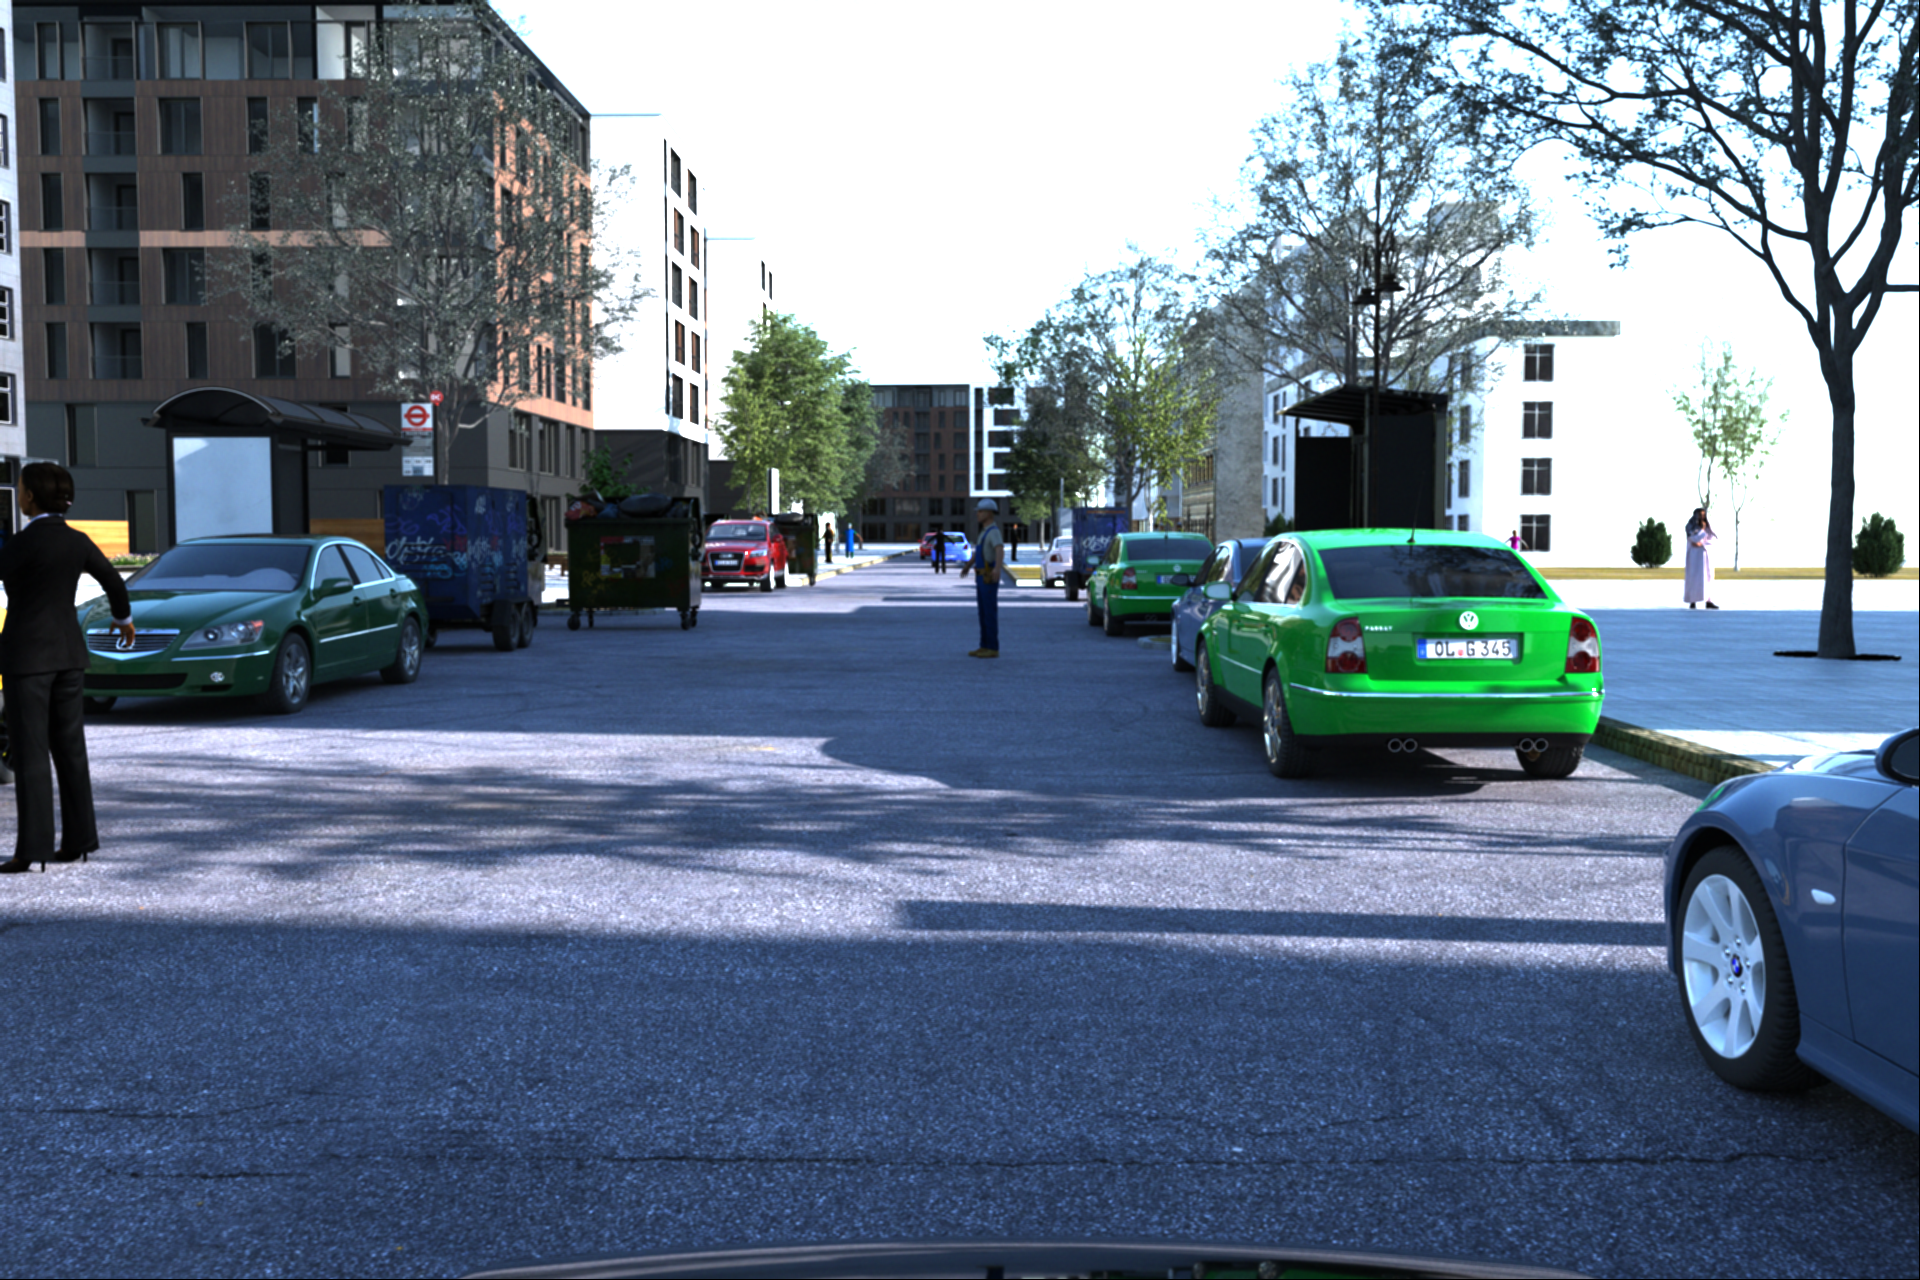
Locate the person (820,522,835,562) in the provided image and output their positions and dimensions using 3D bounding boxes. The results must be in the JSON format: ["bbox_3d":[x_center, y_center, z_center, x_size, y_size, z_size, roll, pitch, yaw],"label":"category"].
[{"bbox_3d":[-6.077,-4.513,79.549,0.705,1.858,1.354,-2,4,-34],"label":"person"}]

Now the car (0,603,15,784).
[{"bbox_3d":[-6.261,0.100,8.585,2.015,1.641,3.980,0,3,0],"label":"car"}]

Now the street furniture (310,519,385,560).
[{"bbox_3d":[-18.494,-2.756,51.915,9.812,1.723,11.010,1,4,11],"label":"street furniture"}]

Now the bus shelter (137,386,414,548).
[{"bbox_3d":[-10.226,-1.993,26.504,2.014,3.302,5.546,0,4,0],"label":"bus shelter"}]

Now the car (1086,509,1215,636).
[{"bbox_3d":[2.906,-1.033,25.692,1.959,1.807,4.718,0,4,-1],"label":"car"}]

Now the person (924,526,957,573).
[{"bbox_3d":[-0.708,-3.298,63.100,1.216,1.740,0.721,0,4,3],"label":"person"}]

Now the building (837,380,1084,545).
[{"bbox_3d":[0.733,-24.299,243.726,32.646,21.610,27.936,0,4,7],"label":"building"}]

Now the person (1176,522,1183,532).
[{"bbox_3d":[10.105,-4.531,80.053,0.705,1.833,1.349,1,4,19],"label":"person"}]

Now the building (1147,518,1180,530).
[{"bbox_3d":[26.697,-20.925,198.546,16.016,20.090,11.380,0,3,0],"label":"building"}]

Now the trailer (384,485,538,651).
[{"bbox_3d":[-6.164,-0.839,20.765,1.471,1.999,3.904,0,4,1],"label":"trailer"}]

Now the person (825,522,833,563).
[{"bbox_3d":[-5.796,-4.320,76.826,0.705,1.806,1.347,0,4,1],"label":"person"}]

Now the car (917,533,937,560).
[{"bbox_3d":[-1.352,-5.491,98.826,2.155,1.783,4.494,0,3,0],"label":"car"}]

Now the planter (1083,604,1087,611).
[{"bbox_3d":[3.363,-0.721,32.920,1.991,0.319,1.994,0,3,0],"label":"planter"}]

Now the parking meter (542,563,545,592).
[{"bbox_3d":[-9.413,-1.838,38.460,0.372,1.533,0.369,0,3,0],"label":"parking meter"}]

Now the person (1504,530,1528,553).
[{"bbox_3d":[18.692,-3.011,58.489,0.991,1.433,0.599,0,4,1],"label":"person"}]

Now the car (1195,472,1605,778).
[{"bbox_3d":[2.697,-0.168,11.544,1.959,1.807,4.718,0,4,-1],"label":"car"}]

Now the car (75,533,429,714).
[{"bbox_3d":[-6.187,-0.213,15.284,2.131,1.459,4.920,0,4,1],"label":"car"}]

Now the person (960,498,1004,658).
[{"bbox_3d":[0.293,-0.726,20.187,0.705,1.847,1.347,-1,4,-16],"label":"person"}]

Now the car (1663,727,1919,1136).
[{"bbox_3d":[2.864,0.549,3.021,2.014,1.417,4.499,0,4,-1],"label":"car"}]

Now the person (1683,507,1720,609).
[{"bbox_3d":[12.709,-1.410,29.771,0.551,1.740,0.621,-1,4,-21],"label":"person"}]

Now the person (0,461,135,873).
[{"bbox_3d":[-3.990,0.106,7.441,0.721,1.740,1.216,1,4,16],"label":"person"}]

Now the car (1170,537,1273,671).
[{"bbox_3d":[3.073,-0.281,16.596,2.014,1.417,4.499,0,4,1],"label":"car"}]

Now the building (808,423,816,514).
[{"bbox_3d":[-27.763,-23.212,210.446,19.493,23.208,18.063,0,4,1],"label":"building"}]

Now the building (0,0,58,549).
[{"bbox_3d":[-32.345,-13.511,39.316,11.959,24.771,22.079,0,4,1],"label":"building"}]

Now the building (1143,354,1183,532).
[{"bbox_3d":[24.470,-19.914,182.005,16.016,20.090,11.380,0,4,1],"label":"building"}]

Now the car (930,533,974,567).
[{"bbox_3d":[-0.378,-4.054,75.874,1.945,1.707,3.694,0,4,1],"label":"car"}]

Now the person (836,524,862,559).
[{"bbox_3d":[-5.600,-4.992,87.746,1.347,1.817,0.704,0,4,4],"label":"person"}]

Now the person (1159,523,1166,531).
[{"bbox_3d":[8.621,-4.166,74.577,0.721,1.772,1.216,-2,4,-24],"label":"person"}]

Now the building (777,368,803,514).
[{"bbox_3d":[-23.208,-20.213,186.907,16.016,20.090,11.380,0,4,0],"label":"building"}]

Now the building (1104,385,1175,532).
[{"bbox_3d":[23.240,-22.013,216.326,16.016,20.090,11.380,0,4,1],"label":"building"}]

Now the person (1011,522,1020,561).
[{"bbox_3d":[2.609,-4.679,82.440,0.705,1.837,1.347,-1,4,-12],"label":"person"}]

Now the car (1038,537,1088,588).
[{"bbox_3d":[3.185,-2.138,47.325,2.083,1.381,4.827,0,4,0],"label":"car"}]

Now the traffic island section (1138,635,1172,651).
[{"bbox_3d":[3.293,0.046,22.112,1.991,0.108,1.994,0,4,1],"label":"traffic island section"}]

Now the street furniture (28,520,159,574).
[{"bbox_3d":[-29.915,-3.158,58.490,9.812,1.723,11.010,1,4,18],"label":"street furniture"}]

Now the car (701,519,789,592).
[{"bbox_3d":[-5.612,-2.186,44.417,2.281,1.827,5.304,0,4,1],"label":"car"}]

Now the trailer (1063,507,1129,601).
[{"bbox_3d":[3.010,-1.904,38.171,1.471,1.999,3.904,0,4,-1],"label":"trailer"}]

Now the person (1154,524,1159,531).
[{"bbox_3d":[9.886,-4.983,87.658,0.705,1.806,1.347,-1,4,-11],"label":"person"}]

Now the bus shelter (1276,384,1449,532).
[{"bbox_3d":[6.873,-2.378,30.171,1.731,3.624,6.357,0,4,1],"label":"bus shelter"}]

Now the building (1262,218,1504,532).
[{"bbox_3d":[24.634,-15.542,110.525,16.016,20.090,11.380,0,3,0],"label":"building"}]
